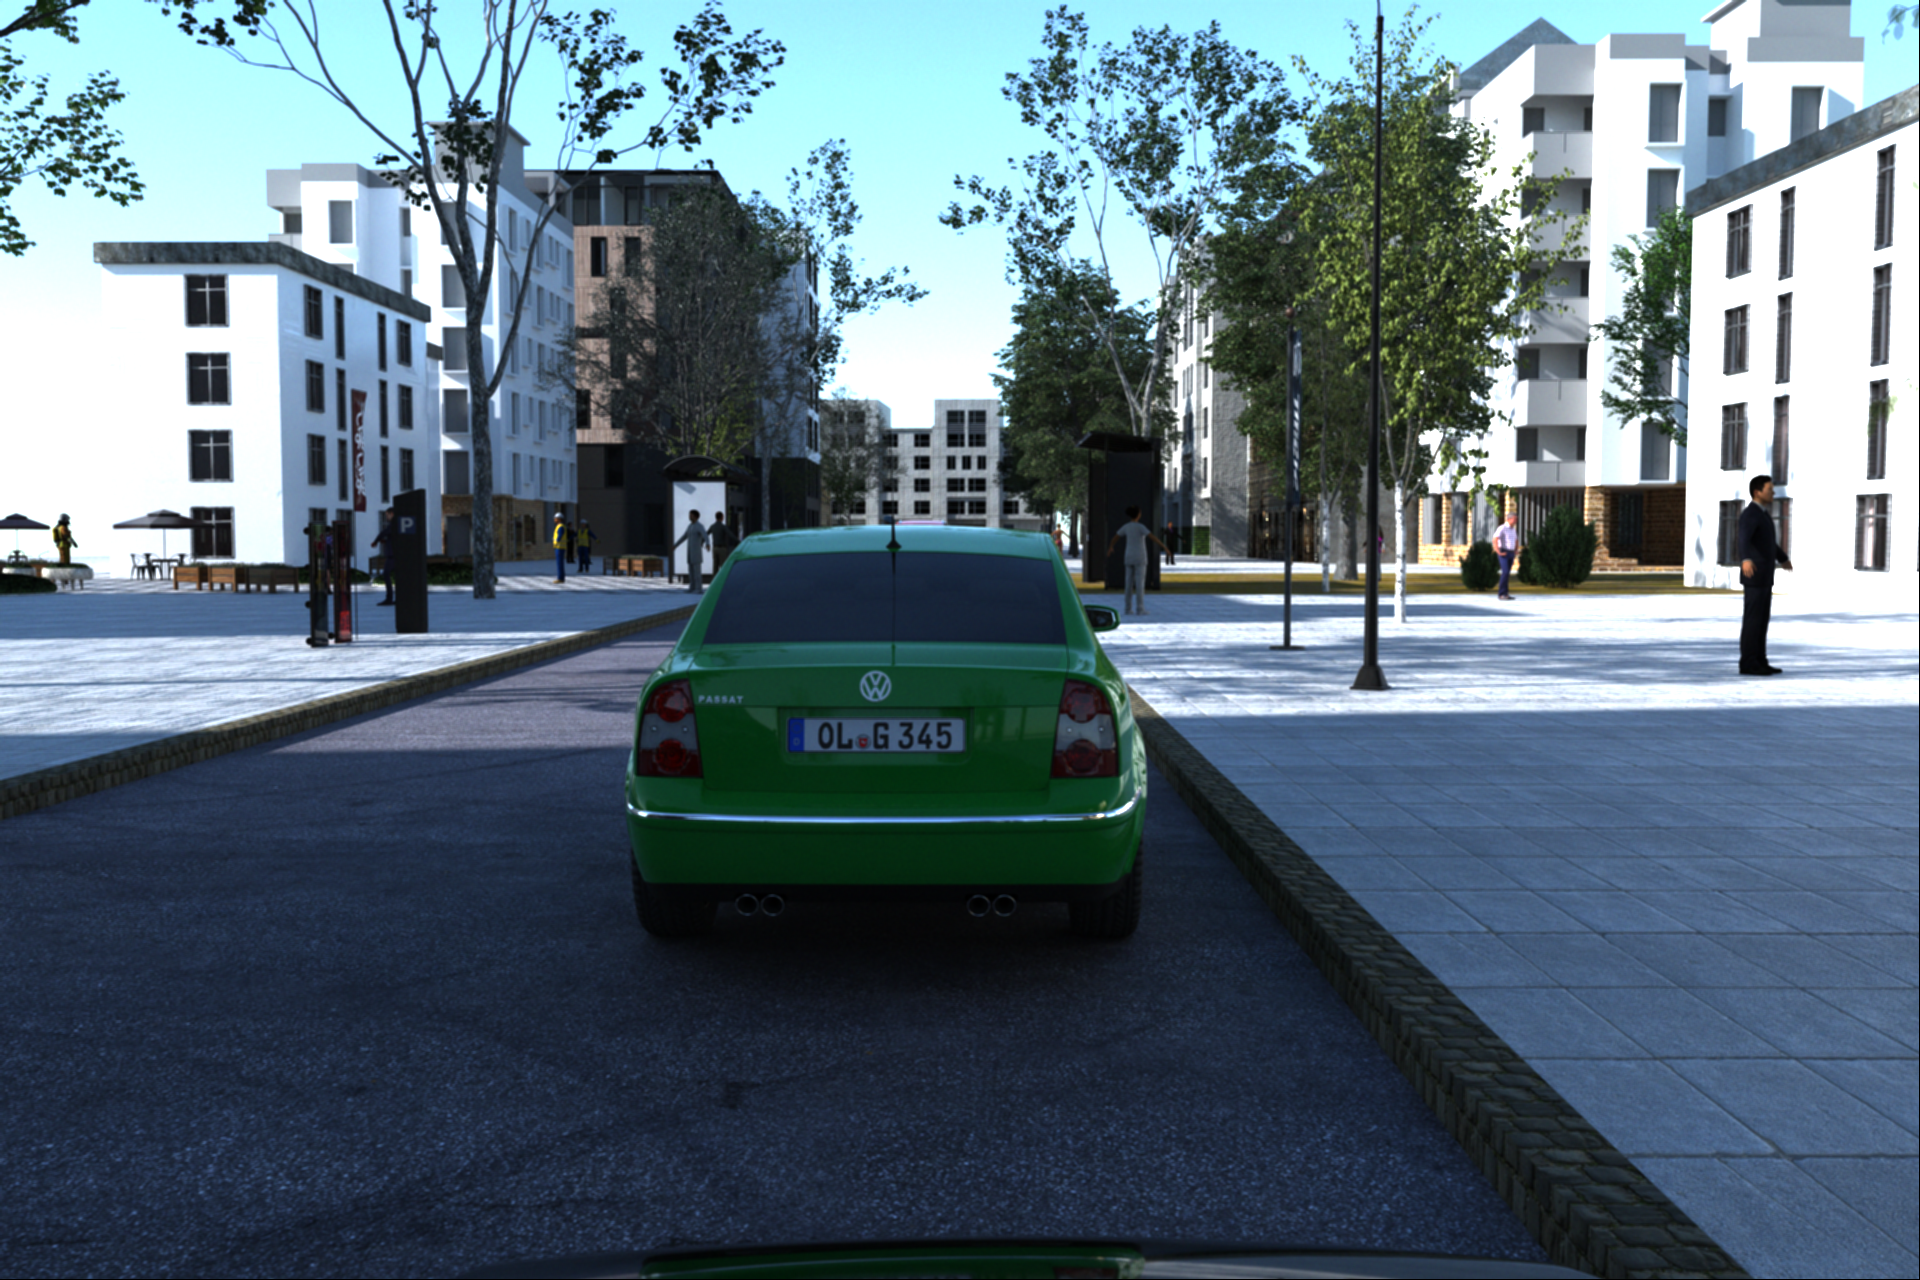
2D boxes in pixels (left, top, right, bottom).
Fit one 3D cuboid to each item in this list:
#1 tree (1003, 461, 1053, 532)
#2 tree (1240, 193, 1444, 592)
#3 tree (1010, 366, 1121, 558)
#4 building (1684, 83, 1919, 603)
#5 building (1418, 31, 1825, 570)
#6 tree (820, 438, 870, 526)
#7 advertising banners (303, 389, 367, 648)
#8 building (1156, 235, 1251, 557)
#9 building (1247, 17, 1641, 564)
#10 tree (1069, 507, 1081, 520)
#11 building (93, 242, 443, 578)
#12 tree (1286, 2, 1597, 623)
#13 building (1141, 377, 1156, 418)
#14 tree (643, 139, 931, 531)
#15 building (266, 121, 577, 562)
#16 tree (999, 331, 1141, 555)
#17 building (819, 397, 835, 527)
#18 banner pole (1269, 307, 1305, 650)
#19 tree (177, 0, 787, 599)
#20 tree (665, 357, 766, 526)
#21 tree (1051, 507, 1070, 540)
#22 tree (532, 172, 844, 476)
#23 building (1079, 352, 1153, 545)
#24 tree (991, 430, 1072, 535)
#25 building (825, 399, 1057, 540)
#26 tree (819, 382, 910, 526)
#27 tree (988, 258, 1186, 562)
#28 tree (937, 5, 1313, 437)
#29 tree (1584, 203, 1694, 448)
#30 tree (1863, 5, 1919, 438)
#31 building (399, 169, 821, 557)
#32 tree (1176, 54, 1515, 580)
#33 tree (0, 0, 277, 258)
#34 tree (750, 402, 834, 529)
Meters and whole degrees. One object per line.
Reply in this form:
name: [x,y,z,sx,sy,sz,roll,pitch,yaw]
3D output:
tree: [6.588,-12.550,139.597,7.601,10.594,8.767,-3,5,-40]
tree: [7.917,-5.380,38.322,4.360,8.622,3.978,0,3,0]
tree: [5.915,-9.687,92.799,7.601,10.594,8.767,-3,5,-41]
building: [22.337,-5.298,28.774,9.099,9.664,28.070,0,3,0]
building: [24.479,-13.154,71.492,16.016,20.090,11.380,0,4,0]
tree: [-9.040,-11.172,133.031,4.737,8.622,4.395,0,3,0]
advertising banners: [-7.302,-1.480,20.381,0.090,3.025,2.074,0,3,0]
building: [22.488,-14.963,111.110,16.747,18.905,31.486,0,4,1]
building: [24.683,-15.433,83.257,19.493,23.208,18.063,0,3,0]
tree: [16.646,-17.146,230.699,4.737,8.622,4.395,0,3,0]
building: [-24.015,-7.449,63.935,9.099,9.664,28.070,0,4,0]
tree: [6.425,-4.539,24.570,4.737,8.622,4.395,0,3,0]
building: [27.144,-20.169,160.691,19.493,23.208,18.063,0,3,0]
tree: [-8.185,-13.866,82.593,12.611,20.169,13.585,0,3,0]
building: [-25.779,-13.725,80.817,16.016,20.090,11.380,0,4,0]
tree: [7.021,-12.159,105.459,9.857,13.997,8.962,0,3,0]
building: [-25.103,-22.716,202.326,19.493,23.208,18.063,0,4,1]
banner pole: [3.647,-1.771,18.967,0.401,3.779,0.863,0,3,0]
tree: [-9.460,-10.797,32.423,12.611,20.169,13.585,0,3,0]
tree: [-9.796,-7.336,70.307,4.737,8.622,4.395,0,3,0]
tree: [7.160,-10.912,128.774,4.737,8.622,4.395,0,3,0]
tree: [-8.965,-9.042,58.202,12.009,13.543,11.850,0,3,0]
building: [23.917,-22.730,202.564,19.493,23.208,18.063,0,4,0]
tree: [6.221,-11.429,121.270,8.767,10.594,7.601,1,4,9]
building: [-2.807,-22.280,233.184,31.486,18.905,16.747,0,4,4]
tree: [-9.172,-14.118,141.197,12.009,13.543,11.850,0,3,0]
tree: [6.041,-10.601,79.987,9.857,13.997,8.962,0,3,0]
tree: [5.837,-12.649,62.699,12.611,20.169,13.585,0,3,0]
tree: [22.320,-7.617,50.300,9.928,11.665,9.643,0,3,0]
tree: [5.427,-3.443,6.662,4.360,8.622,3.978,0,3,0]
building: [-24.240,-16.498,113.724,27.936,21.610,32.646,0,4,0]
tree: [10.804,-8.648,48.049,9.857,13.997,8.962,0,3,0]
tree: [-9.254,-5.392,13.920,9.928,11.665,9.643,0,3,0]
tree: [-9.723,-8.802,94.276,4.360,8.622,3.978,0,3,0]
